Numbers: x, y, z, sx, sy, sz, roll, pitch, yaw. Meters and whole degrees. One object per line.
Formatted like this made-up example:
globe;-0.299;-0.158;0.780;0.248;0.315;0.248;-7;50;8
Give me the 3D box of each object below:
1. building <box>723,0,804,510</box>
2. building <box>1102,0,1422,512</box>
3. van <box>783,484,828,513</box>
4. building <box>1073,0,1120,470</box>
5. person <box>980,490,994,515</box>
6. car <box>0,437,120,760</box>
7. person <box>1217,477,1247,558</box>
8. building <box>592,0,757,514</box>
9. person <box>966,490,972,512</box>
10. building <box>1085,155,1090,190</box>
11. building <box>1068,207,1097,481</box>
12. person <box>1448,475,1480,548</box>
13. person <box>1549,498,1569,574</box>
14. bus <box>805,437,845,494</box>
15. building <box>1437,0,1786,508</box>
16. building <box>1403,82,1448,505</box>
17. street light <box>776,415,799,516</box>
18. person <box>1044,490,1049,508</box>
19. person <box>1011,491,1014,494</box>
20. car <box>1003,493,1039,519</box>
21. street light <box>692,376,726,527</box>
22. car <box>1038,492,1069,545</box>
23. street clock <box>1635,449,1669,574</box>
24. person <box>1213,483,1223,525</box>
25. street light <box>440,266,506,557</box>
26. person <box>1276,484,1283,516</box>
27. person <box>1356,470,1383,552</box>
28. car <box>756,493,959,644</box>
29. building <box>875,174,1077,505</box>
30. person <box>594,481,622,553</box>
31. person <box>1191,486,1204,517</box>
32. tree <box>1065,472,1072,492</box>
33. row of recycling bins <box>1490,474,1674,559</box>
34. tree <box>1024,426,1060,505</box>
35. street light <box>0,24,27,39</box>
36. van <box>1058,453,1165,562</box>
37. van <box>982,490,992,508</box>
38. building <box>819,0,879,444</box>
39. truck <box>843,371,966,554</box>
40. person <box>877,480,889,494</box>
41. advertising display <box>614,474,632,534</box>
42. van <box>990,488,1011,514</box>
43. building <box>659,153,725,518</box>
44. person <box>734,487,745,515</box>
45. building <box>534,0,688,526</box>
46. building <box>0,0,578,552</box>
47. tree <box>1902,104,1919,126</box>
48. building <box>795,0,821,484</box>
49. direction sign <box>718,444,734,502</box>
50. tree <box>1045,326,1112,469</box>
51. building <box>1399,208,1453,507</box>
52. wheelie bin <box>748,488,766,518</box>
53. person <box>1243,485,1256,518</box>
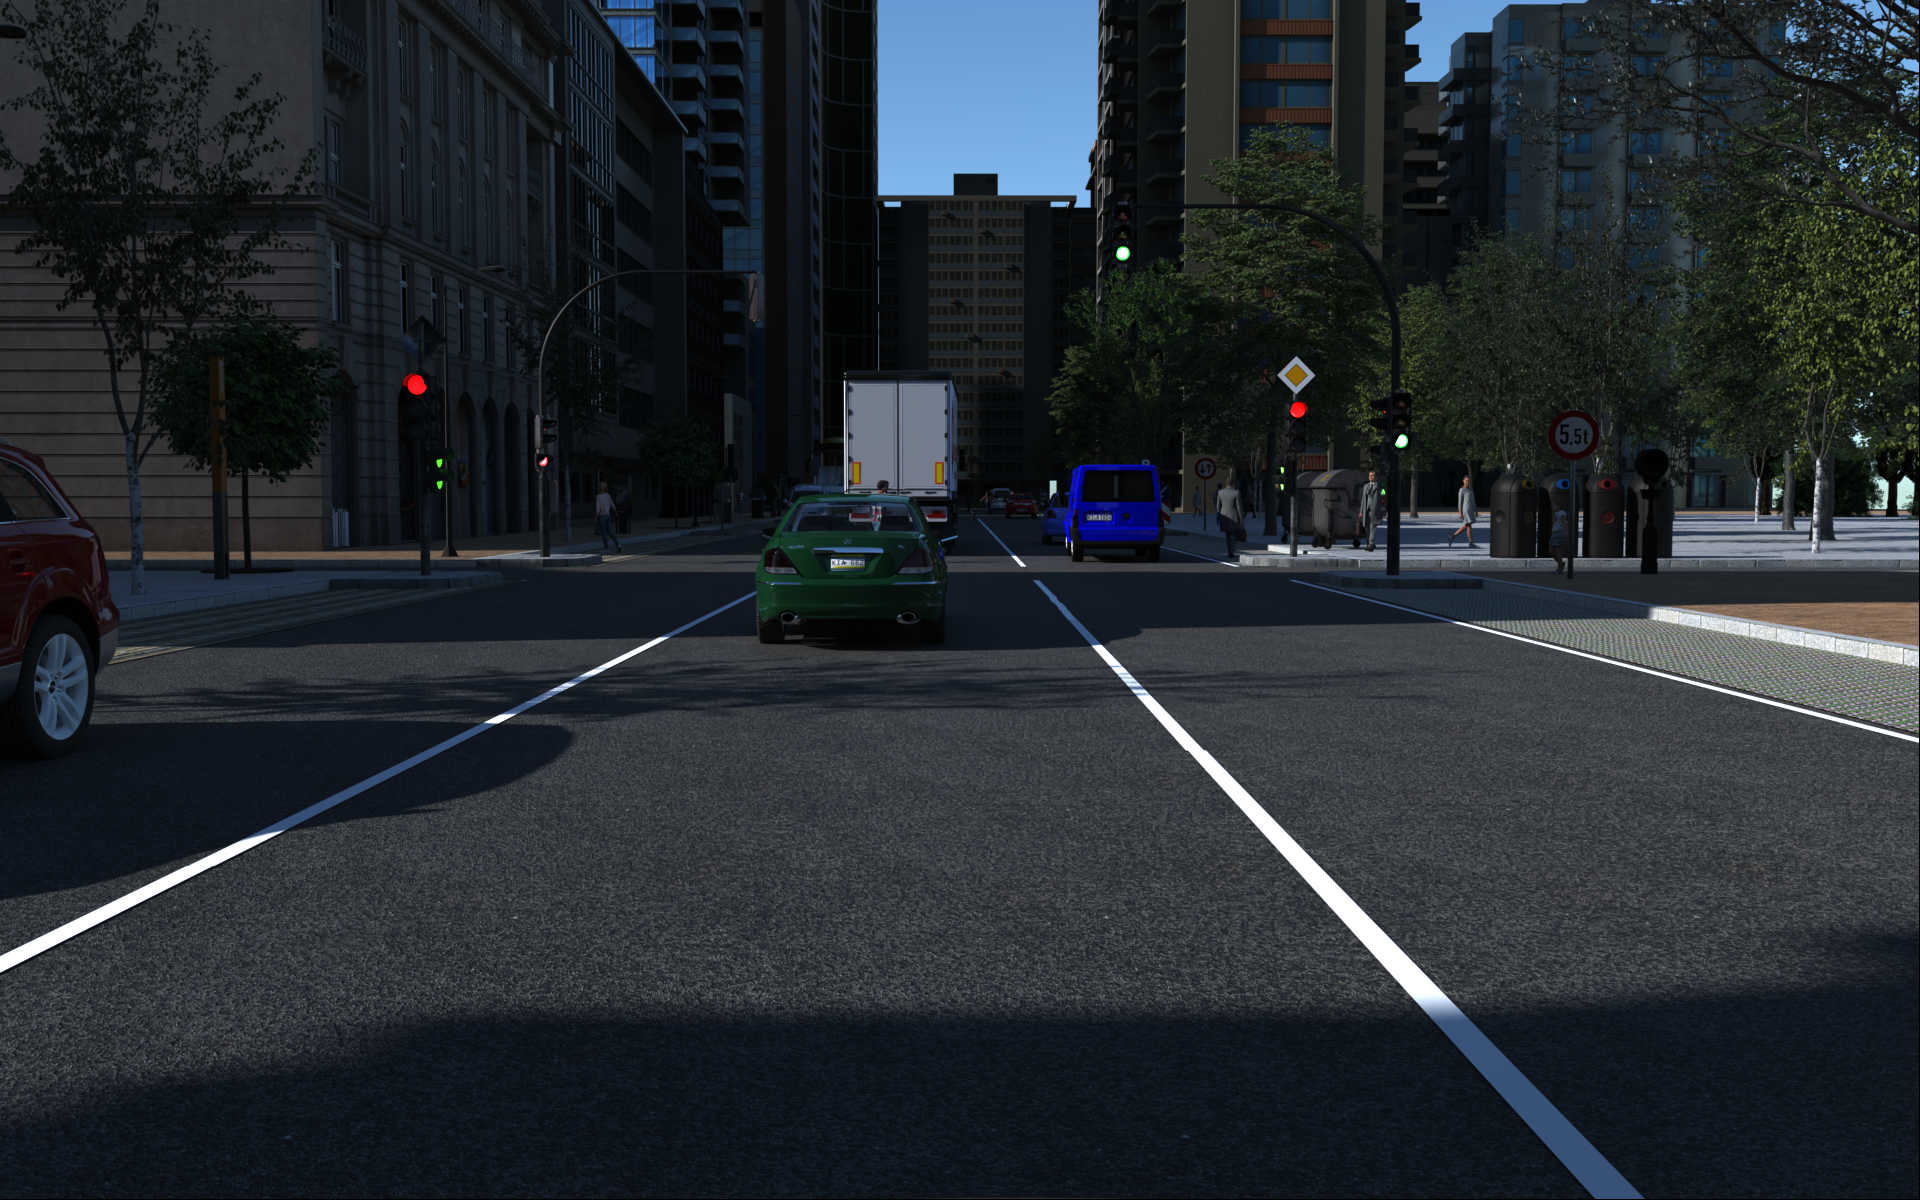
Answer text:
building;-21.007;-30.459;148.110;14.600;45.320;14.200;0;4;0
building;22.512;-29.319;133.995;22.147;44.769;28.867;0;4;0
van;-6.025;-3.797;69.095;2.013;2.044;4.112;0;4;-2
building;21.349;-44.014;157.879;20.563;71.187;20.611;0;4;0
person;1.849;-6.592;117.002;1.217;1.735;0.721;-3;5;-42
car;-5.859;0.048;7.888;2.281;1.827;5.304;0;4;-1
person;6.098;-1.845;38.773;0.694;1.812;0.767;2;4;34
building;-25.767;-49.624;124.023;22.319;86.520;31.000;0;4;0
person;0.684;-7.689;135.130;0.541;1.710;0.530;-2;4;-30
building;28.298;-33.811;207.431;28.867;44.769;22.147;0;4;0
building;17.919;-24.759;176.507;14.160;30.474;14.107;0;4;0
person;12.014;-2.107;41.239;0.760;1.731;0.466;1;4;21
person;9.633;-1.016;27.673;0.382;1.210;0.505;0;4;-5
bus;-4.917;-5.279;77.854;2.896;3.916;12.252;0;4;1
building;63.566;-33.732;171.129;30.456;49.044;23.786;0;4;0
building;53.531;-35.706;207.495;21.600;48.544;21.300;0;4;0
street light;-10.067;-7.868;101.185;1.470;5.913;1.316;0;4;0
person;6.263;-7.229;127.488;0.721;1.735;1.217;0;4;7
person;5.075;-9.665;167.192;0.621;1.740;0.551;0;4;2
car;3.605;-5.705;102.321;2.155;1.783;4.494;0;3;0
street light;-9.931;-5.862;68.388;1.470;5.913;1.316;0;4;0
car;3.240;-2.481;50.155;1.945;1.707;3.694;0;4;1
street clock;11.071;-1.419;27.764;0.471;2.002;0.358;-1;4;-11
person;10.569;-3.898;70.612;0.563;1.720;0.643;2;4;34
street light;-9.947;-3.846;35.417;1.470;5.913;1.316;0;4;0
person;12.925;-3.810;68.548;1.509;1.804;0.699;3;4;37
person;9.197;-1.996;38.785;0.767;1.812;0.694;-3;5;-45
car;-1.062;-0.382;18.044;2.131;1.459;4.920;0;4;-1
building;1.853;-31.854;212.697;23.993;40.220;32.217;0;4;0
person;-8.481;-2.009;42.024;0.598;1.740;0.731;1;4;18
person;13.190;-5.456;95.991;0.760;1.731;0.466;1;4;22
tree;9.490;-8.883;139.841;1.663;3.219;1.824;0;3;0
row of recycling bins;12.470;-1.696;34.836;3.534;1.692;1.069;0;4;2
tree;8.767;-14.551;188.274;4.737;8.622;4.395;0;3;0
street light;-9.933;-2.737;17.292;1.470;5.913;1.316;0;4;0
van;3.334;-2.071;38.249;2.240;2.365;5.245;0;4;2
van;3.397;-10.948;186.018;2.013;2.044;4.112;0;4;-1
building;-20.433;-46.968;206.178;20.611;71.187;20.563;0;4;0
truck;-1.331;-3.428;44.960;2.839;4.237;11.283;0;4;1
person;-1.692;-1.626;35.928;0.643;1.720;0.563;-1;4;-16
advertising display;-10.943;-3.119;56.211;0.123;1.923;0.974;-3;5;-40
van;3.013;-7.350;127.185;2.013;2.044;4.112;0;4;0
building;-20.778;-16.499;99.439;12.332;23.373;15.834;0;4;0
person;-13.544;-6.095;106.531;0.643;1.720;0.563;3;4;38
building;-21.288;-15.745;76.495;14.314;24.678;30.058;0;4;0
building;-20.071;-12.697;49.402;13.314;21.916;24.055;0;4;0
tree;14.272;-4.498;23.906;4.737;8.622;4.395;0;3;0
building;-28.268;-38.518;171.762;28.212;58.520;21.231;0;4;0
direction sign;-10.590;-5.292;78.514;0.876;3.537;0.379;2;4;31
tree;9.468;-12.055;115.231;7.486;12.596;7.792;0;3;0
building;41.270;-24.791;177.028;14.107;30.474;14.160;0;4;0
wheelie bin;-10.695;-5.106;91.398;0.980;1.594;0.693;0;4;-1
person;15.373;-5.253;92.321;0.834;1.777;0.661;1;4;21
